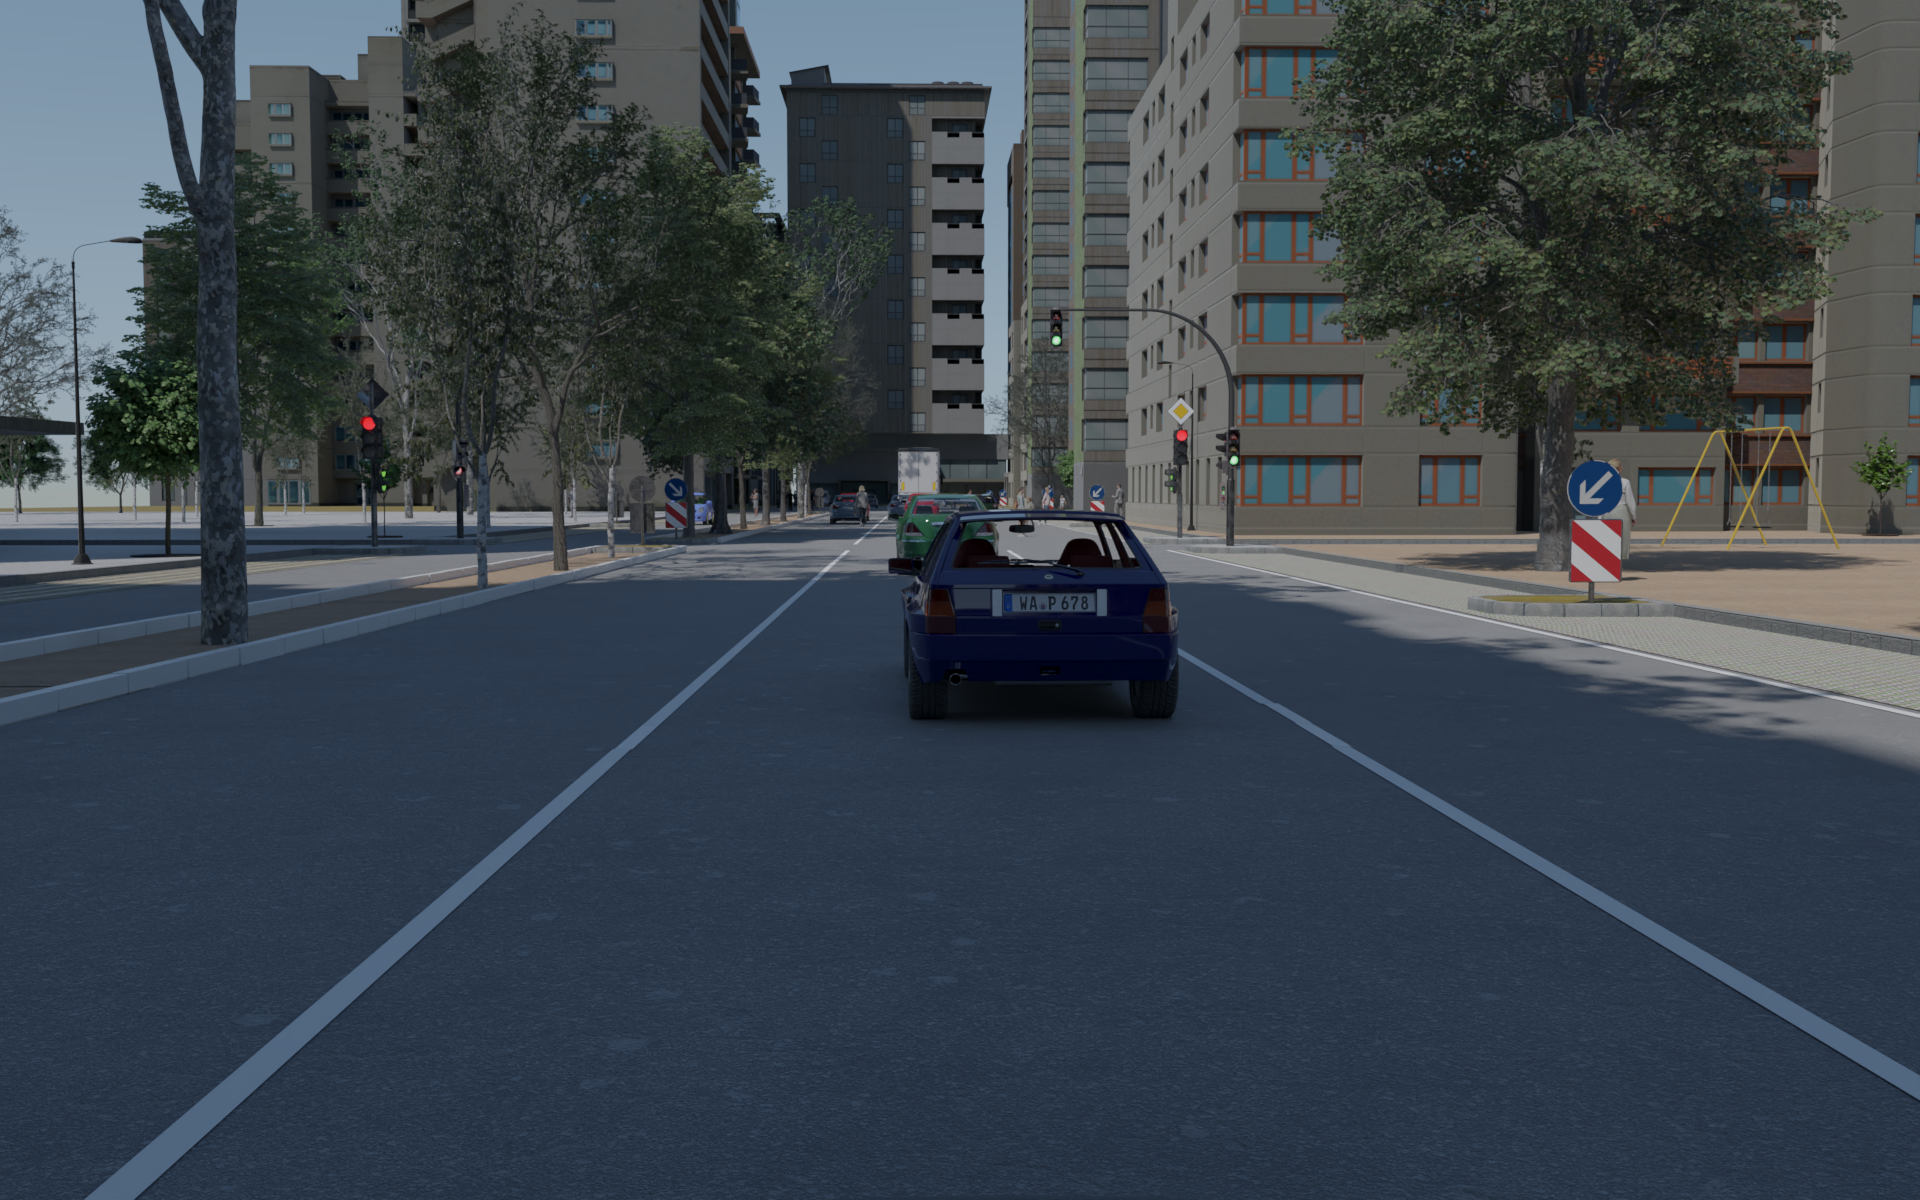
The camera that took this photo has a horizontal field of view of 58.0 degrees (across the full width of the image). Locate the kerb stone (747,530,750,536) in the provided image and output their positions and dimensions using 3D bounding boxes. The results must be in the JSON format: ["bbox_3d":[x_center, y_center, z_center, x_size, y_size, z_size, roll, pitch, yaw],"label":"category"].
[{"bbox_3d":[-7.295,-2.220,58.555,0.120,0.150,1.000,0,4,-2],"label":"kerb stone"}]

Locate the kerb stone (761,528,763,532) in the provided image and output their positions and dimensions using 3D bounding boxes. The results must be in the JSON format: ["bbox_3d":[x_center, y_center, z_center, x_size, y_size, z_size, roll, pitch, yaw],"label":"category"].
[{"bbox_3d":[-7.438,-2.537,63.676,0.120,0.150,1.000,0,4,-2],"label":"kerb stone"}]

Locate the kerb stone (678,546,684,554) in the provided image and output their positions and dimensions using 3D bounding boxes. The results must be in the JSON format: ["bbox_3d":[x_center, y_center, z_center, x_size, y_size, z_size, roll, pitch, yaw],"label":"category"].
[{"bbox_3d":[-6.834,-1.190,41.653,0.120,0.150,1.000,0,4,-2],"label":"kerb stone"}]

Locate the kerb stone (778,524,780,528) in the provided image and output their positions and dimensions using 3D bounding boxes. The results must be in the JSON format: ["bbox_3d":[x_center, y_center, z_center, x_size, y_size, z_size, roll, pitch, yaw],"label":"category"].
[{"bbox_3d":[-7.670,-3.039,71.876,0.120,0.150,1.000,0,4,-2],"label":"kerb stone"}]

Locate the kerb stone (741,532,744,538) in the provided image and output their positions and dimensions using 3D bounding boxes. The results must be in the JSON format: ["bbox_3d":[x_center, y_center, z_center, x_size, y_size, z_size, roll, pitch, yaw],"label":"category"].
[{"bbox_3d":[-7.246,-2.097,56.505,0.120,0.150,1.000,0,4,-2],"label":"kerb stone"}]

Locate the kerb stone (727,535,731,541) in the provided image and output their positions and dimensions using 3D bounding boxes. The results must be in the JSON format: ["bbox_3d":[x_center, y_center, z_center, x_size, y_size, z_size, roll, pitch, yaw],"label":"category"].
[{"bbox_3d":[-7.127,-1.847,52.401,0.120,0.150,1.000,0,4,-2],"label":"kerb stone"}]

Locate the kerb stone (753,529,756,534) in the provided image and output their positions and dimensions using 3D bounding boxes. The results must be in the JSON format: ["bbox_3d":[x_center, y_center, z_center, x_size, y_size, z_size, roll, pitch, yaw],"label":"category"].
[{"bbox_3d":[-7.349,-2.349,60.600,0.120,0.150,1.000,0,4,-2],"label":"kerb stone"}]

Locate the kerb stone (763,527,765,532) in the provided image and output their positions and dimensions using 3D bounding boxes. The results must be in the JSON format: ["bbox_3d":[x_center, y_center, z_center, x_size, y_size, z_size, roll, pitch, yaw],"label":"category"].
[{"bbox_3d":[-7.474,-2.598,64.704,0.120,0.150,1.000,0,4,-2],"label":"kerb stone"}]

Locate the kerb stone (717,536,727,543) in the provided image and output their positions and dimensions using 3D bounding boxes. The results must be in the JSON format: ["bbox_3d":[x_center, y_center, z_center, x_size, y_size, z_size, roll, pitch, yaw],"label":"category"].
[{"bbox_3d":[-7.102,-1.785,51.379,0.120,0.150,1.000,0,4,-2],"label":"kerb stone"}]

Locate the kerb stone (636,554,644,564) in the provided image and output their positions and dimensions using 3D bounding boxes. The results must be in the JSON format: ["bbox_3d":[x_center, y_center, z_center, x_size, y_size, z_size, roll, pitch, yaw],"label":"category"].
[{"bbox_3d":[-6.660,-0.811,35.491,0.120,0.150,1.000,0,4,-2],"label":"kerb stone"}]

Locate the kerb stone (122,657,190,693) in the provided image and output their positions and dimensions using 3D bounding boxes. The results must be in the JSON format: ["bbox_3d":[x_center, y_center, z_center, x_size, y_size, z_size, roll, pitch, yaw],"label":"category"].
[{"bbox_3d":[-6.039,0.567,12.930,0.120,0.150,1.000,0,4,-2],"label":"kerb stone"}]

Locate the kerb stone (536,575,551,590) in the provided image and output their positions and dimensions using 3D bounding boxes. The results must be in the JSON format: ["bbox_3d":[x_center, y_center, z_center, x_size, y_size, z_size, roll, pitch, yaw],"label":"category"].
[{"bbox_3d":[-6.405,-0.249,26.271,0.120,0.150,1.000,0,4,-2],"label":"kerb stone"}]

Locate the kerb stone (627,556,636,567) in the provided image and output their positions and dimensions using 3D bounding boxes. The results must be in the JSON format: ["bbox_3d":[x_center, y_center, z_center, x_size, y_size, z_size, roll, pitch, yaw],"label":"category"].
[{"bbox_3d":[-6.638,-0.748,34.470,0.120,0.150,1.000,0,4,-2],"label":"kerb stone"}]

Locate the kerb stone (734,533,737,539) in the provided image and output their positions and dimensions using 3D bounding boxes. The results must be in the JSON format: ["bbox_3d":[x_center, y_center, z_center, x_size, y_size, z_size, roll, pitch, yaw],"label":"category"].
[{"bbox_3d":[-7.187,-1.973,54.460,0.120,0.150,1.000,0,4,-2],"label":"kerb stone"}]

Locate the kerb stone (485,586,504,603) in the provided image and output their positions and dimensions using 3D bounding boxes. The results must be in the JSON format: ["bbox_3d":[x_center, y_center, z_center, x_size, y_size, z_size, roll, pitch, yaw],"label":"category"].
[{"bbox_3d":[-6.325,-0.061,23.196,0.120,0.150,1.000,0,4,-2],"label":"kerb stone"}]

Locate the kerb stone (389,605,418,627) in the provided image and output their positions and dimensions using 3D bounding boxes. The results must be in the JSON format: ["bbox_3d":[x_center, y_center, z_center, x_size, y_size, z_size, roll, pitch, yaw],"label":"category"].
[{"bbox_3d":[-6.211,0.190,19.096,0.120,0.150,1.000,0,4,-2],"label":"kerb stone"}]

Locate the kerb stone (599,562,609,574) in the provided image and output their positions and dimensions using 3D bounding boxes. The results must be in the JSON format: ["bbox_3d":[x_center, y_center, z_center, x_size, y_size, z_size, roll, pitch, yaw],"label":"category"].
[{"bbox_3d":[-6.548,-0.560,31.387,0.120,0.150,1.000,0,4,-2],"label":"kerb stone"}]

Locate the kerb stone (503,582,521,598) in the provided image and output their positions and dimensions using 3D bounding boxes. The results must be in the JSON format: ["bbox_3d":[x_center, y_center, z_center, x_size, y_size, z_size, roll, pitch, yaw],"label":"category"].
[{"bbox_3d":[-6.355,-0.122,24.217,0.120,0.150,1.000,0,4,-2],"label":"kerb stone"}]

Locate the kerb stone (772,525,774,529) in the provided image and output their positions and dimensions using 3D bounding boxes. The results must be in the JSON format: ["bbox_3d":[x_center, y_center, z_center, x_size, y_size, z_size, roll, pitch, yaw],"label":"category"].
[{"bbox_3d":[-7.580,-2.851,68.802,0.120,0.150,1.000,0,4,-2],"label":"kerb stone"}]

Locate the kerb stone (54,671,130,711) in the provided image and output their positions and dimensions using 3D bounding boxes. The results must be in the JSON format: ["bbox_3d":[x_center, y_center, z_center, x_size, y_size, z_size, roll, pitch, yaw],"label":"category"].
[{"bbox_3d":[-6.011,0.634,11.909,0.120,0.150,1.000,0,4,-2],"label":"kerb stone"}]

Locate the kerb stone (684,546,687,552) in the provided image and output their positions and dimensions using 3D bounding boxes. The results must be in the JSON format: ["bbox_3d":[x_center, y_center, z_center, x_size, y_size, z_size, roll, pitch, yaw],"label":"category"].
[{"bbox_3d":[-6.860,-1.251,42.674,0.120,0.150,1.000,0,4,-2],"label":"kerb stone"}]

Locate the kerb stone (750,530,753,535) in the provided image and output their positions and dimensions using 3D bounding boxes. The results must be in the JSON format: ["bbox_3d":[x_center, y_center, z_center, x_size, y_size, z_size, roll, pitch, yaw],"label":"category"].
[{"bbox_3d":[-7.321,-2.286,59.577,0.120,0.150,1.000,0,4,-2],"label":"kerb stone"}]

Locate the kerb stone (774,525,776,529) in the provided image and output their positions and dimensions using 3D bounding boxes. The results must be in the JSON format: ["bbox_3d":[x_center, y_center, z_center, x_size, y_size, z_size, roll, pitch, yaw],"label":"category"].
[{"bbox_3d":[-7.615,-2.914,69.832,0.120,0.150,1.000,0,4,-2],"label":"kerb stone"}]

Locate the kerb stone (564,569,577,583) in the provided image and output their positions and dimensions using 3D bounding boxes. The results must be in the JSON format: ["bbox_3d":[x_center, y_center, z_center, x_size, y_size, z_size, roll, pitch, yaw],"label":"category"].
[{"bbox_3d":[-6.468,-0.370,28.320,0.120,0.150,1.000,0,4,-2],"label":"kerb stone"}]

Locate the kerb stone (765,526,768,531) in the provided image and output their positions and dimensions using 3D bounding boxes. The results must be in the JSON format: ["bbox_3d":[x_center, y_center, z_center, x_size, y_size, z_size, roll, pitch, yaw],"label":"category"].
[{"bbox_3d":[-7.492,-2.662,65.726,0.120,0.150,1.000,0,4,-2],"label":"kerb stone"}]

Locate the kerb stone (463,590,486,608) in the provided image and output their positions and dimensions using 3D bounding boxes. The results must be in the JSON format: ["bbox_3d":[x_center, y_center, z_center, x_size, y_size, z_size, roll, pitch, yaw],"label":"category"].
[{"bbox_3d":[-6.289,0.001,22.174,0.120,0.150,1.000,0,4,-2],"label":"kerb stone"}]

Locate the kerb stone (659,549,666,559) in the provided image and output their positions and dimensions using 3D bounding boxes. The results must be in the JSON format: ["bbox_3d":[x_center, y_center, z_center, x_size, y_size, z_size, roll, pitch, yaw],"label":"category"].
[{"bbox_3d":[-6.743,-1.001,38.564,0.120,0.150,1.000,0,4,-2],"label":"kerb stone"}]

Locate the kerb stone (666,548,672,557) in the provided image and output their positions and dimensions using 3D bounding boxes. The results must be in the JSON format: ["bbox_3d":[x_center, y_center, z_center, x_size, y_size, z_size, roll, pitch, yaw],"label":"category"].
[{"bbox_3d":[-6.779,-1.064,39.593,0.120,0.150,1.000,0,4,-2],"label":"kerb stone"}]

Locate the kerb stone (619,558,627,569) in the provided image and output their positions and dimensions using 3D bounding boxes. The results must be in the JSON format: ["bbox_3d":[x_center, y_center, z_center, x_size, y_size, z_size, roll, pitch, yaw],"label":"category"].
[{"bbox_3d":[-6.615,-0.688,33.446,0.120,0.150,1.000,0,4,-2],"label":"kerb stone"}]

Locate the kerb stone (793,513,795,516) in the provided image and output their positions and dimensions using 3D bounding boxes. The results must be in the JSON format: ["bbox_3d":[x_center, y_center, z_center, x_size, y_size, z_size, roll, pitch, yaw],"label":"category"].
[{"bbox_3d":[-10.879,-5.480,111.800,0.120,0.150,1.000,0,4,-2],"label":"kerb stone"}]

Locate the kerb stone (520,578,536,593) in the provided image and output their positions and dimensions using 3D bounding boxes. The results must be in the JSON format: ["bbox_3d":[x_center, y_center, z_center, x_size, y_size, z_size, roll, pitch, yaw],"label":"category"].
[{"bbox_3d":[-6.388,-0.186,25.243,0.120,0.150,1.000,0,4,-2],"label":"kerb stone"}]

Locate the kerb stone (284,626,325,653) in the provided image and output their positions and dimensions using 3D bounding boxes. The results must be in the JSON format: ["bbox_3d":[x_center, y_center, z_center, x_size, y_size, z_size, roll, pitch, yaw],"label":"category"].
[{"bbox_3d":[-6.123,0.378,16.014,0.120,0.150,1.000,0,4,-2],"label":"kerb stone"}]

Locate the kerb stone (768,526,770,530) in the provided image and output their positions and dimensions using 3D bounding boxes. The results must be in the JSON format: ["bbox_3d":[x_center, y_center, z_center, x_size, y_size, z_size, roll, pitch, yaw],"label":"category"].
[{"bbox_3d":[-7.527,-2.717,66.757,0.120,0.150,1.000,0,4,-2],"label":"kerb stone"}]

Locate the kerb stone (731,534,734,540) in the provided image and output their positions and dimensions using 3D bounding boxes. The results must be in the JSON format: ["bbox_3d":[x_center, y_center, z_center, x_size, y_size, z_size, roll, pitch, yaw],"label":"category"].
[{"bbox_3d":[-7.159,-1.910,53.432,0.120,0.150,1.000,0,4,-2],"label":"kerb stone"}]

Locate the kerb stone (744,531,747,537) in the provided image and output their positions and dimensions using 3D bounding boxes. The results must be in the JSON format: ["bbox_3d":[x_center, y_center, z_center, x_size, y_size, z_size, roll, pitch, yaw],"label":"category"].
[{"bbox_3d":[-7.271,-2.161,57.528,0.120,0.150,1.000,0,4,-2],"label":"kerb stone"}]

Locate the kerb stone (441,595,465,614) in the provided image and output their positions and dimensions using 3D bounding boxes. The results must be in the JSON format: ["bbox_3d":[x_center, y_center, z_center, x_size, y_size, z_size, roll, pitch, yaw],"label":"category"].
[{"bbox_3d":[-6.265,0.064,21.151,0.120,0.150,1.000,0,4,-2],"label":"kerb stone"}]

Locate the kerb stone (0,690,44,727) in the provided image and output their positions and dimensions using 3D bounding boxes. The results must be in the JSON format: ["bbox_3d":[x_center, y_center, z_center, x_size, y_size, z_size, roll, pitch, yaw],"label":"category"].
[{"bbox_3d":[-5.976,0.696,10.885,0.120,0.150,1.000,0,4,-2],"label":"kerb stone"}]

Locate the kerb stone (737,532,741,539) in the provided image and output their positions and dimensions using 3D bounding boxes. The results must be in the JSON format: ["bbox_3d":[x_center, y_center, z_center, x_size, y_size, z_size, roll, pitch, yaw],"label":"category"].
[{"bbox_3d":[-7.216,-2.035,55.482,0.120,0.150,1.000,0,4,-2],"label":"kerb stone"}]

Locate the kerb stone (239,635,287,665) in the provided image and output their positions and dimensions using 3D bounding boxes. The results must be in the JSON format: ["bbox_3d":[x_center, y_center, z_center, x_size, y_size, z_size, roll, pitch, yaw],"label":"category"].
[{"bbox_3d":[-6.089,0.441,14.989,0.120,0.150,1.000,0,4,-2],"label":"kerb stone"}]

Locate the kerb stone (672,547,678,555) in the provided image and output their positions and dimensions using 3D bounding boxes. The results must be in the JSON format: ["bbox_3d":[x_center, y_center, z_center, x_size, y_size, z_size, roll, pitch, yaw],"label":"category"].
[{"bbox_3d":[-6.805,-1.127,40.625,0.120,0.150,1.000,0,4,-2],"label":"kerb stone"}]

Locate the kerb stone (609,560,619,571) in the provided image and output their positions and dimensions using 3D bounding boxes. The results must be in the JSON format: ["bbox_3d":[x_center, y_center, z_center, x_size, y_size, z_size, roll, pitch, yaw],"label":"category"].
[{"bbox_3d":[-6.579,-0.625,32.419,0.120,0.150,1.000,0,4,-2],"label":"kerb stone"}]

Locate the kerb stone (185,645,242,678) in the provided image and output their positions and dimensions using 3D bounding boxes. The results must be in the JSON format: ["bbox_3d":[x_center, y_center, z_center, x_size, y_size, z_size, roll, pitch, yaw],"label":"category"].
[{"bbox_3d":[-6.069,0.503,13.967,0.120,0.150,1.000,0,4,-2],"label":"kerb stone"}]

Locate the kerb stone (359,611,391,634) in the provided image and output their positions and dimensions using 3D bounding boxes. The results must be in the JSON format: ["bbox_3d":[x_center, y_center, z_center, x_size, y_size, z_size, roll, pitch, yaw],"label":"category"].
[{"bbox_3d":[-6.180,0.252,18.074,0.120,0.150,1.000,0,4,-2],"label":"kerb stone"}]

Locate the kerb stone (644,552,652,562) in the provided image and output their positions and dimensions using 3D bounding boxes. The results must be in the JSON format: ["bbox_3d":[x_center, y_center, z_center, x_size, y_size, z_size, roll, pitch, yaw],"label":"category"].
[{"bbox_3d":[-6.690,-0.873,36.513,0.120,0.150,1.000,0,4,-2],"label":"kerb stone"}]

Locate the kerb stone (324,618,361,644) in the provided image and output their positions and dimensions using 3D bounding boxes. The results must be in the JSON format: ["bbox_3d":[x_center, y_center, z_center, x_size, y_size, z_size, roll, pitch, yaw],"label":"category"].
[{"bbox_3d":[-6.149,0.315,17.053,0.120,0.150,1.000,0,4,-2],"label":"kerb stone"}]

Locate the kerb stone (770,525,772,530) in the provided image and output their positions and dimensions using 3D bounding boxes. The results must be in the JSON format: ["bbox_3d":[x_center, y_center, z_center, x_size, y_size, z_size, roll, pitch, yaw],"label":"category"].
[{"bbox_3d":[-7.561,-2.788,67.780,0.120,0.150,1.000,0,4,-2],"label":"kerb stone"}]

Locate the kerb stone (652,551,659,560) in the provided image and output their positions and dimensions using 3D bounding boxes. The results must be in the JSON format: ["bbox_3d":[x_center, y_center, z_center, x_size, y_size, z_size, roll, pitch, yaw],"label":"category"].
[{"bbox_3d":[-6.718,-0.938,37.538,0.120,0.150,1.000,0,4,-2],"label":"kerb stone"}]

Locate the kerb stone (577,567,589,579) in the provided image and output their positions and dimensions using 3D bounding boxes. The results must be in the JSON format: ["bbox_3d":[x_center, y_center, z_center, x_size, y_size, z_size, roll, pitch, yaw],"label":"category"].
[{"bbox_3d":[-6.487,-0.437,29.343,0.120,0.150,1.000,0,4,-2],"label":"kerb stone"}]

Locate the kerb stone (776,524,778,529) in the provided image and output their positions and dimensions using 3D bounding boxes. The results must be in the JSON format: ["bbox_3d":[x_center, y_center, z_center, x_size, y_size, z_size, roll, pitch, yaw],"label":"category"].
[{"bbox_3d":[-7.646,-2.976,70.854,0.120,0.150,1.000,0,4,-2],"label":"kerb stone"}]

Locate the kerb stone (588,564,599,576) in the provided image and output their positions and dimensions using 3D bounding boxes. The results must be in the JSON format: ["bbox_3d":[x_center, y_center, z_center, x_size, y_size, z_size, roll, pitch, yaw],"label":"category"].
[{"bbox_3d":[-6.523,-0.500,30.364,0.120,0.150,1.000,0,4,-2],"label":"kerb stone"}]

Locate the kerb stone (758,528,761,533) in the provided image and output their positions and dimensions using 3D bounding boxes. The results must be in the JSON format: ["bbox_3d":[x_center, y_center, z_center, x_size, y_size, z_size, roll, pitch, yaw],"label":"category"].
[{"bbox_3d":[-7.408,-2.475,62.654,0.120,0.150,1.000,0,4,-2],"label":"kerb stone"}]

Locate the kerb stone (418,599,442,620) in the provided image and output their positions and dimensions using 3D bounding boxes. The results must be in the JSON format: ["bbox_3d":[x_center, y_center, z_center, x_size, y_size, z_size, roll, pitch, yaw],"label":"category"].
[{"bbox_3d":[-6.238,0.127,20.117,0.120,0.150,1.000,0,4,-2],"label":"kerb stone"}]

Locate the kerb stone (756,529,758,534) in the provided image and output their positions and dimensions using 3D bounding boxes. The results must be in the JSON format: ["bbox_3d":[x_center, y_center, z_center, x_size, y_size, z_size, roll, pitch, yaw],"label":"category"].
[{"bbox_3d":[-7.386,-2.409,61.629,0.120,0.150,1.000,0,4,-2],"label":"kerb stone"}]

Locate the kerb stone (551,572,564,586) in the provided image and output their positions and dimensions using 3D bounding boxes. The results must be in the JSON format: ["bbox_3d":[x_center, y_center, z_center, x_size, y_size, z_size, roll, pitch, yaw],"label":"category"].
[{"bbox_3d":[-6.435,-0.312,27.293,0.120,0.150,1.000,0,4,-2],"label":"kerb stone"}]

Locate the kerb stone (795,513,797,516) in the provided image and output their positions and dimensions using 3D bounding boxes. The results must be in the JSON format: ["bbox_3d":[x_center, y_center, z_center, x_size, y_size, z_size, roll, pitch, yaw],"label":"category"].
[{"bbox_3d":[-10.889,-5.543,112.823,0.120,0.150,1.000,0,4,-2],"label":"kerb stone"}]
